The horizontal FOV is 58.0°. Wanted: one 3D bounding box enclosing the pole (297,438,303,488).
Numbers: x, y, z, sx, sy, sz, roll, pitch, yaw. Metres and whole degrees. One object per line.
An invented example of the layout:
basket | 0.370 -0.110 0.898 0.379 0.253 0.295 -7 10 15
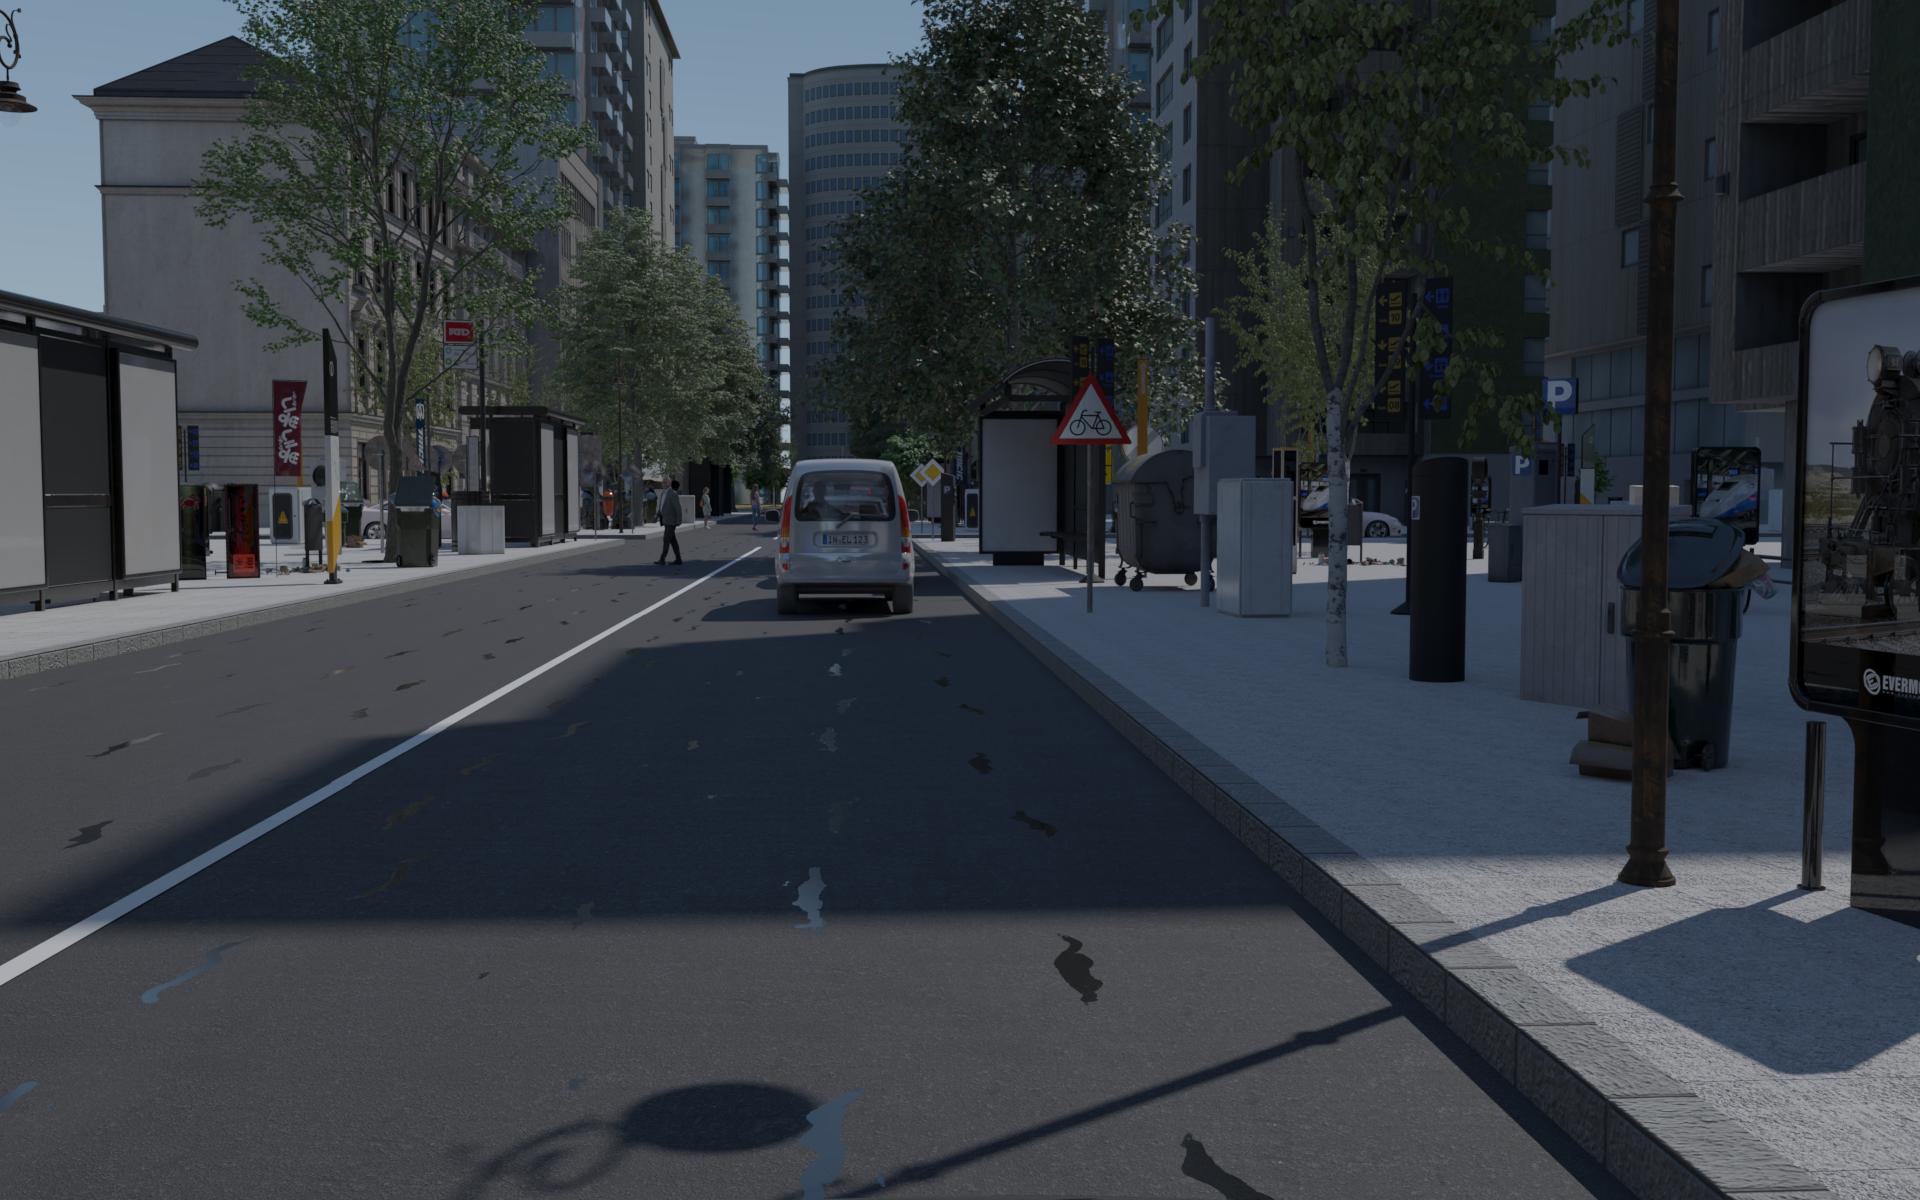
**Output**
pole | -24.162 -4.255 63.407 0.158 3.312 0.155 0 3 0

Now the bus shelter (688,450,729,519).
bus shelter | -13.689 -6.226 93.079 1.731 3.624 6.357 0 4 -4

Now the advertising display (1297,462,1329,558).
advertising display | 7.301 -1.826 35.067 0.974 1.923 0.123 -1 4 -11

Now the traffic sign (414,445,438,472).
traffic sign | -13.816 -2.722 44.607 0.768 2.556 0.104 0 4 5

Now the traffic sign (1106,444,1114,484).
traffic sign | 2.783 -3.080 44.238 2.265 3.308 0.079 0 4 -2

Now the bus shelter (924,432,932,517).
bus shelter | -1.952 -7.193 95.235 2.179 5.291 8.768 0 4 -3

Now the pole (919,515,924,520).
pole | -1.912 -5.641 86.073 0.158 3.312 0.155 0 3 0

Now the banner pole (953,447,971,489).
banner pole | 0.135 -4.332 60.840 0.863 3.779 0.401 -1 4 -19

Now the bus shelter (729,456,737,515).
bus shelter | -14.639 -6.972 105.274 1.731 3.624 6.357 0 4 -3

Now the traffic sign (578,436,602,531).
traffic sign | -13.612 -4.072 60.458 2.265 3.308 0.079 0 4 5

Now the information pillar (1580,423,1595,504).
information pillar | 20.786 -4.036 57.338 0.504 3.616 0.183 -1 4 -17

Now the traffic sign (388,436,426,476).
traffic sign | -12.490 -2.389 39.065 0.884 2.594 0.081 0 4 1

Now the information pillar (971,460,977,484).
information pillar | 0.920 -7.769 118.371 0.504 3.616 0.183 0 4 1

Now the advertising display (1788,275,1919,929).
advertising display | 2.855 0.003 5.165 0.123 1.923 0.974 -1 4 -12

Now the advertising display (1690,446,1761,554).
advertising display | 10.413 -1.124 23.588 0.974 1.923 0.123 -1 4 -9

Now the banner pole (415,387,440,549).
banner pole | -12.413 -3.066 40.152 0.401 3.779 0.863 1 4 9

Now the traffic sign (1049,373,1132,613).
traffic sign | 1.404 -1.142 18.676 0.884 2.594 0.081 0 4 1

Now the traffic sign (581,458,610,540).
traffic sign | -10.090 -2.709 47.932 0.795 2.450 0.064 0 4 -3

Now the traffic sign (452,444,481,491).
traffic sign | -12.608 -2.701 44.274 0.768 2.556 0.104 0 4 6

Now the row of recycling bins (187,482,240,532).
row of recycling bins | -26.059 -3.178 59.068 3.534 1.692 1.069 0 4 4

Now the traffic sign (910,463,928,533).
traffic sign | -1.248 -3.230 56.448 0.795 2.450 0.064 0 4 -3

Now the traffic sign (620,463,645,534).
traffic sign | -10.576 -3.196 55.902 0.795 2.450 0.064 0 4 -3

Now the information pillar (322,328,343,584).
information pillar | -8.967 -2.041 24.726 0.183 3.616 0.504 0 4 -7

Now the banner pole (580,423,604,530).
banner pole | -13.003 -4.350 61.140 0.863 3.779 0.401 1 4 9

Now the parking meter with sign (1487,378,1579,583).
parking meter with sign | 8.445 -1.795 25.603 1.738 3.016 0.543 -3 5 -43

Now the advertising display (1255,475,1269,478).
advertising display | 10.161 -3.335 59.738 0.974 1.923 0.123 2 4 26

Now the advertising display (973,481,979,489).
advertising display | 0.913 -4.983 86.684 0.123 1.923 0.974 -1 4 -22

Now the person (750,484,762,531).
person | -7.929 -3.602 67.397 0.555 1.821 0.388 2 4 27

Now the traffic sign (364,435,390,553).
traffic sign | -12.562 -2.293 37.602 0.768 2.556 0.104 0 4 4

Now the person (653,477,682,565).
person | -5.927 -1.590 34.893 0.661 1.777 0.834 3 5 41

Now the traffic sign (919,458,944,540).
traffic sign | -0.762 -2.742 48.478 0.795 2.450 0.064 0 4 -3

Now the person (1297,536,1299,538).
person | 10.594 -2.789 54.771 0.731 1.740 0.598 0 4 8

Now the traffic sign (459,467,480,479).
traffic sign | -13.669 -2.823 48.293 0.606 2.300 0.079 0 4 6

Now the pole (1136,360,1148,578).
pole | 2.786 -1.996 26.480 0.158 3.312 0.155 0 3 0

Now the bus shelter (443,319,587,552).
bus shelter | -10.942 -3.974 42.600 2.179 5.291 8.768 0 4 -3

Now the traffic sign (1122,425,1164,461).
traffic sign | 3.343 -1.935 31.744 0.768 2.556 0.104 0 4 4

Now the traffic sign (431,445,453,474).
traffic sign | -13.552 -2.744 44.963 0.768 2.556 0.104 0 4 -1

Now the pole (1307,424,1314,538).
pole | 10.159 -3.446 50.190 0.158 3.312 0.155 0 3 0

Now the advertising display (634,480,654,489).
advertising display | -14.025 -4.375 76.749 0.974 1.923 0.123 -2 4 -31

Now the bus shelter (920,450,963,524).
bus shelter | -0.597 -4.892 73.912 2.014 3.302 5.546 0 4 -3

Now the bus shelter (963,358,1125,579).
bus shelter | 1.280 -2.117 28.539 2.014 3.302 5.546 0 4 -4

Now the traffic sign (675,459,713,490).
traffic sign | -15.608 -6.599 101.769 2.265 3.308 0.079 0 4 -3

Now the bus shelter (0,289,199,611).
bus shelter | -10.792 -2.486 18.280 2.179 5.291 8.768 0 4 -3

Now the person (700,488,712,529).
person | -10.483 -3.793 71.513 0.522 1.701 0.512 -2 4 -33

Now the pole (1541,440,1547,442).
pole | 22.113 -4.394 65.692 0.158 3.312 0.155 0 3 0

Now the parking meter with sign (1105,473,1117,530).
parking meter with sign | 5.967 -4.016 61.920 1.738 3.016 0.543 -1 4 -16

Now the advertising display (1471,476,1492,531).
advertising display | 18.256 -3.392 60.673 0.123 1.923 0.974 -1 4 -20

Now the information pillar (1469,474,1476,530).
information pillar | 18.473 -3.523 62.090 0.304 2.012 0.304 0 4 -2
